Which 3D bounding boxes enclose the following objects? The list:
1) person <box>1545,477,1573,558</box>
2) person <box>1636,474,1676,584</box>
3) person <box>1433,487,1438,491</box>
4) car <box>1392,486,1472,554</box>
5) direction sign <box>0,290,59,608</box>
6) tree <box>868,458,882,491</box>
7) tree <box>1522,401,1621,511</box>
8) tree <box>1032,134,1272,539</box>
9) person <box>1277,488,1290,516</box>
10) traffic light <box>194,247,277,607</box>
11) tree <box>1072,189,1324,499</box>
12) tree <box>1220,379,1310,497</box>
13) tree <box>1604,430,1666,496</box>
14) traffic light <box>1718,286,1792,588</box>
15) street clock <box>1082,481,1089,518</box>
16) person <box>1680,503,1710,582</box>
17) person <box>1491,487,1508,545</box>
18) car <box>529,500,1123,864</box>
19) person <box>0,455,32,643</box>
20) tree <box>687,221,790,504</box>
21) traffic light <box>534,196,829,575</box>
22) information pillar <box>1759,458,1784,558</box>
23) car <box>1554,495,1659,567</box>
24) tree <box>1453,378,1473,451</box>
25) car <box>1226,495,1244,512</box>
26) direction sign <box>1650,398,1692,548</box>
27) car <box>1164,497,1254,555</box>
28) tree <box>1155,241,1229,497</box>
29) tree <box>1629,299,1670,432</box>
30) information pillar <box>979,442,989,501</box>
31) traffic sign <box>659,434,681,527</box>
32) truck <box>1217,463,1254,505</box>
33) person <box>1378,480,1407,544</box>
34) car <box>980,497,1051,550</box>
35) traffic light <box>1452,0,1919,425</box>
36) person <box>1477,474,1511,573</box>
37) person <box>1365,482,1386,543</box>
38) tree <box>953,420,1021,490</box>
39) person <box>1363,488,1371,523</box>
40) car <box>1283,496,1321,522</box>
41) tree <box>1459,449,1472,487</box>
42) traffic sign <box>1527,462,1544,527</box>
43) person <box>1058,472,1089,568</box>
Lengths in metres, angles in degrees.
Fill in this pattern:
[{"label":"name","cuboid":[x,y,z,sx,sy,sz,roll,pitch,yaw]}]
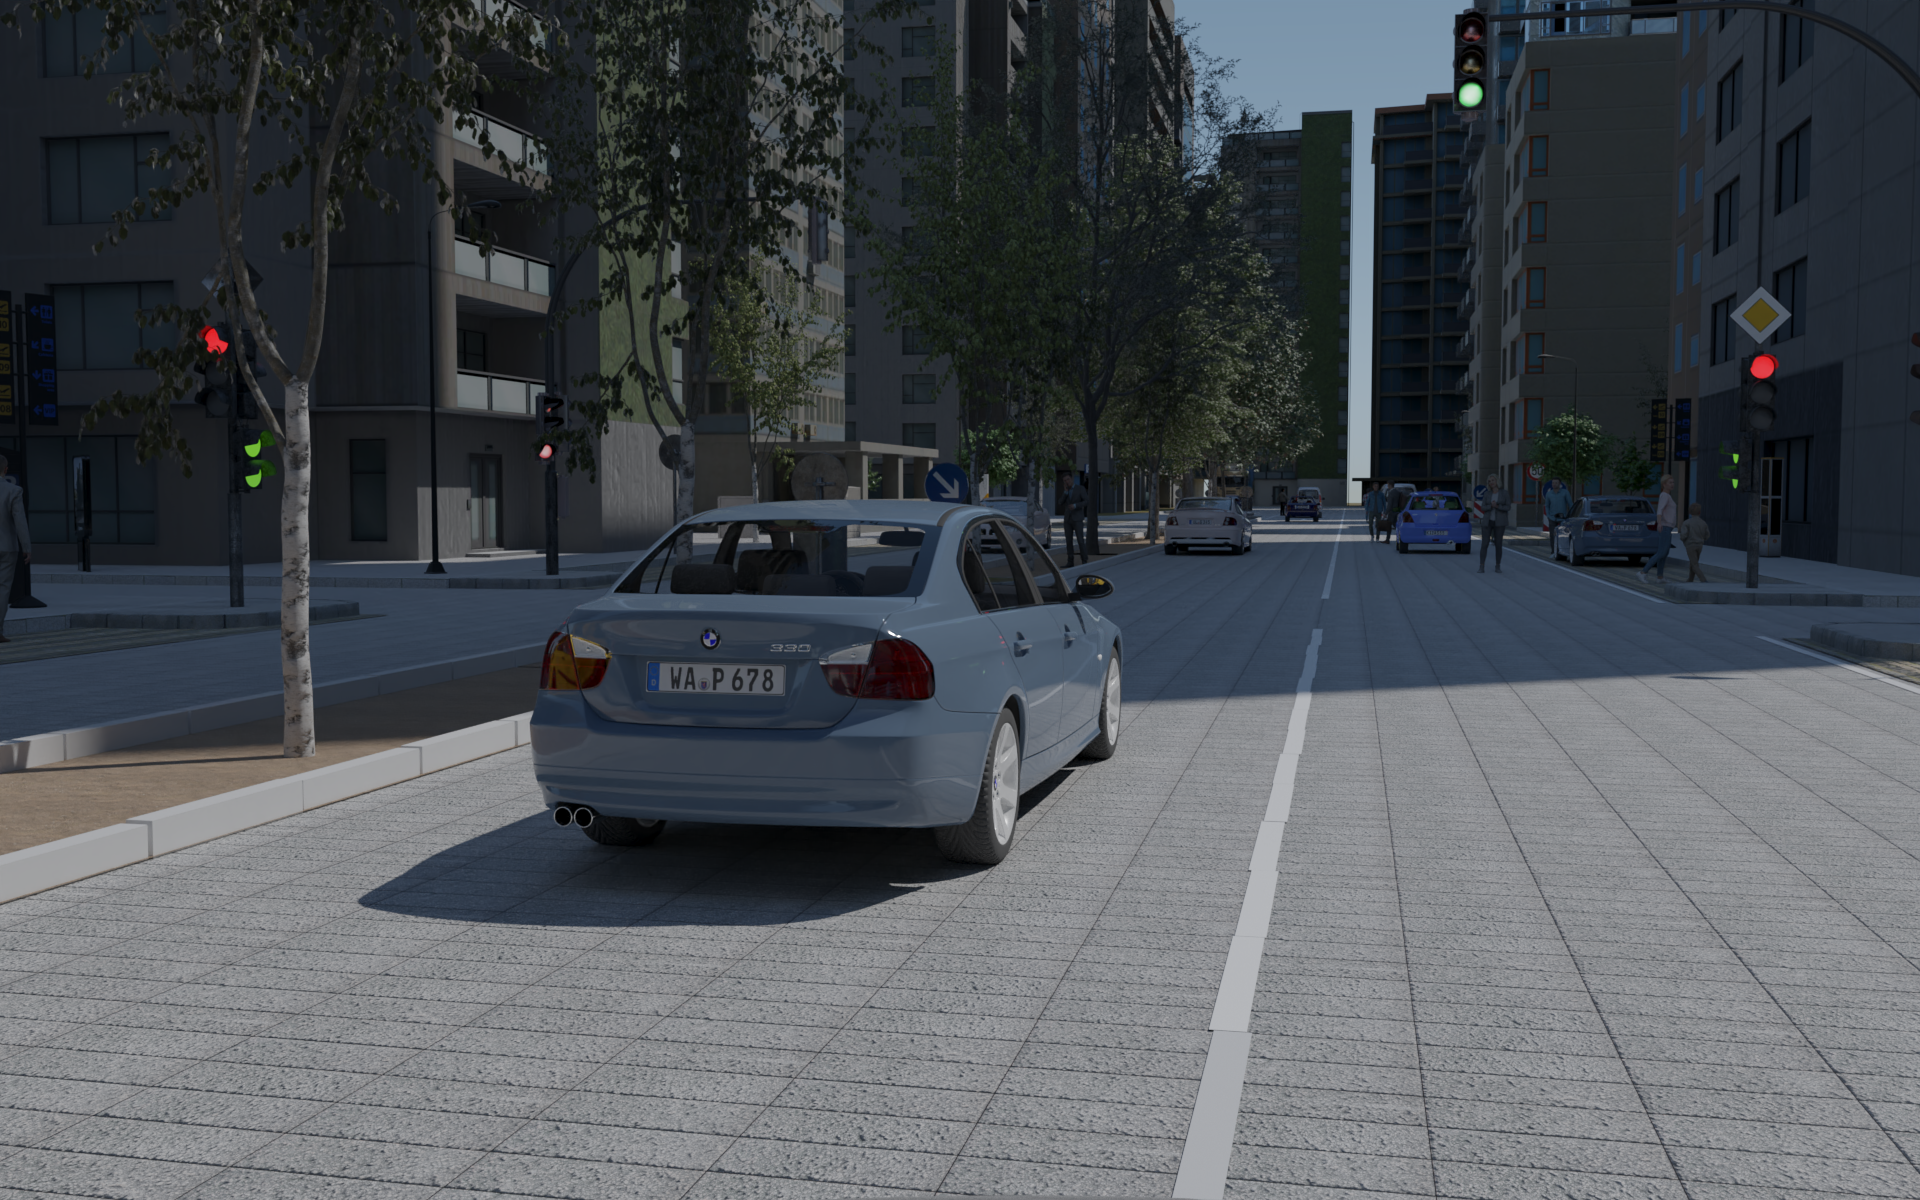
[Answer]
[{"label":"person","cuboid":[13.388,-1.842,38.639,0.660,1.820,0.620,2,4,32]},{"label":"person","cuboid":[11.056,-1.119,27.463,0.598,1.740,0.731,1,4,12]},{"label":"person","cuboid":[23.417,-4.693,85.459,0.478,1.798,0.641,-3,4,-39]},{"label":"car","cuboid":[11.645,-2.024,42.686,1.945,1.707,3.694,1,4,12]},{"label":"direction sign","cuboid":[-10.541,-1.681,19.486,0.379,3.537,0.876,2,4,26]},{"label":"tree","cuboid":[-4.253,-5.061,77.350,1.663,3.219,1.824,0,3,0]},{"label":"tree","cuboid":[21.457,-4.737,61.163,4.285,4.588,4.351,0,3,0]},{"label":"tree","cuboid":[6.061,-8.193,54.545,7.486,12.596,7.792,0,3,0]},{"label":"person","cuboid":[21.348,-6.477,114.413,0.705,1.823,1.348,-2,4,-30]},{"label":"traffic light","cuboid":[-8.198,-1.874,19.557,0.839,4.253,0.868,1,4,13]},{"label":"tree","cuboid":[8.296,-8.772,62.887,9.611,12.733,9.660,0,3,0]},{"label":"tree","cuboid":[13.215,-9.115,85.900,8.767,10.594,7.601,1,4,13]},{"label":"tree","cuboid":[20.253,-3.525,52.233,1.663,3.219,1.824,0,3,0]},{"label":"traffic light","cuboid":[10.787,-2.116,23.517,0.839,4.253,0.868,1,4,13]},{"label":"street clock","cuboid":[6.915,-5.509,94.645,0.471,2.002,0.358,-2,4,-31]},{"label":"person","cuboid":[10.936,-0.798,25.818,0.475,1.303,0.640,-2,4,-24]},{"label":"person","cuboid":[14.909,-2.403,48.139,0.444,1.785,0.601,-3,4,-37]},{"label":"car","cuboid":[-0.352,0.237,8.135,2.014,1.417,4.499,1,4,14]},{"label":"person","cuboid":[-9.232,-0.485,16.548,0.709,1.813,0.853,-1,4,-14]},{"label":"tree","cuboid":[-5.214,-5.818,45.488,4.737,8.622,4.395,0,3,0]},{"label":"traffic light","cuboid":[-4.391,-3.196,26.927,4.771,5.953,1.251,1,4,13]},{"label":"information pillar","cuboid":[16.390,-1.865,34.992,0.304,2.012,0.304,-1,4,-11]},{"label":"car","cuboid":[13.235,-1.428,35.357,2.014,1.417,4.499,1,4,13]},{"label":"tree","cuboid":[30.712,-9.186,100.557,4.360,8.622,3.978,0,3,0]},{"label":"car","cuboid":[20.229,-7.146,129.422,1.945,1.354,3.894,1,4,14]},{"label":"direction sign","cuboid":[16.860,-3.006,41.149,0.876,3.537,0.379,2,4,28]},{"label":"car","cuboid":[6.055,-1.816,42.053,2.083,1.381,4.827,1,4,13]},{"label":"tree","cuboid":[5.447,-5.861,48.642,4.360,8.622,3.978,0,3,0]},{"label":"tree","cuboid":[26.912,-6.916,63.441,4.360,8.622,3.978,0,3,0]},{"label":"information pillar","cuboid":[0.988,-4.962,72.484,0.183,3.616,0.504,-3,5,-44]},{"label":"traffic sign","cuboid":[-6.079,-2.251,36.917,0.768,2.556,0.104,1,4,16]},{"label":"truck","cuboid":[23.455,-9.713,147.715,2.839,4.237,11.283,1,4,14]},{"label":"person","cuboid":[12.372,-2.502,49.378,0.822,1.834,0.622,2,4,31]},{"label":"car","cuboid":[1.148,-1.910,43.589,2.083,1.381,4.827,1,4,12]},{"label":"traffic light","cuboid":[6.980,-2.530,16.041,4.771,5.953,1.251,1,4,13]},{"label":"person","cuboid":[9.719,-1.393,31.460,0.537,1.800,0.526,2,4,35]},{"label":"person","cuboid":[12.241,-2.578,50.988,0.601,1.785,0.444,1,4,17]},{"label":"tree","cuboid":[1.216,-5.658,76.230,4.285,4.588,4.351,0,3,0]},{"label":"person","cuboid":[20.356,-4.711,86.369,0.563,1.720,0.643,2,4,34]},{"label":"car","cuboid":[17.818,-4.754,90.307,1.945,1.354,3.894,1,4,11]},{"label":"tree","cuboid":[32.705,-7.571,107.496,4.285,4.588,4.351,0,3,0]},{"label":"traffic sign","cuboid":[22.231,-4.076,66.749,0.768,2.556,0.104,1,4,21]},{"label":"person","cuboid":[2.178,-1.525,33.233,0.655,1.846,0.447,2,4,33]}]
